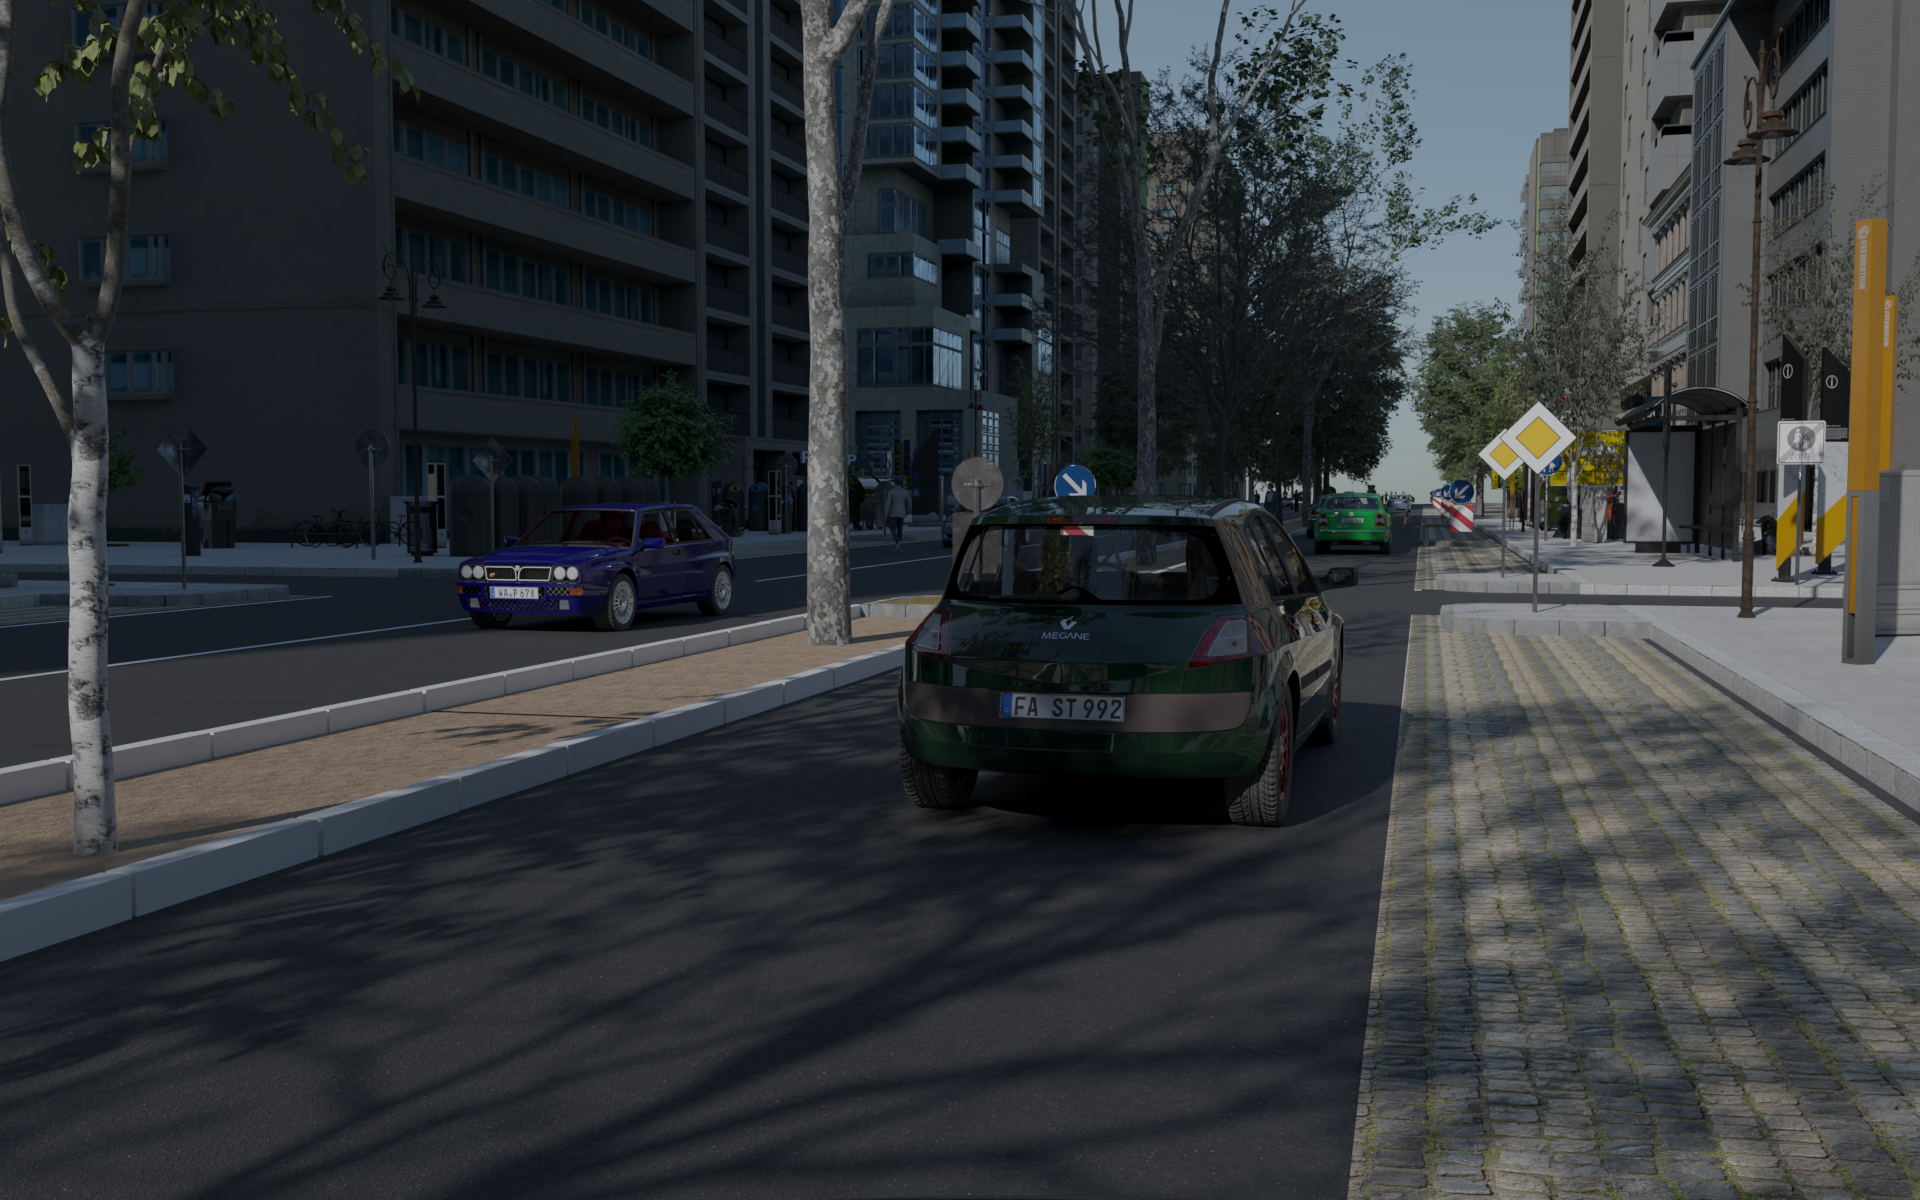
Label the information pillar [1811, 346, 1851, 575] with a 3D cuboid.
[{"bbox_3d":[13.888,-2.215,27.573,0.504,3.616,0.183,-1,4,-11],"label":"information pillar"}]

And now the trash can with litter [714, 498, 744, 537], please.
[{"bbox_3d":[-6.868,-2.467,51.724,0.624,1.170,1.055,1,4,14],"label":"trash can with litter"}]

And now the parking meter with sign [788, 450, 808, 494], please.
[{"bbox_3d":[-6.535,-4.468,69.316,0.543,3.016,1.738,-2,4,-32],"label":"parking meter with sign"}]

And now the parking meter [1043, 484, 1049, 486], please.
[{"bbox_3d":[4.887,-5.650,98.083,0.399,1.863,0.255,0,4,1],"label":"parking meter"}]

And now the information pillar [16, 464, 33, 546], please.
[{"bbox_3d":[-23.304,-2.365,43.164,0.304,2.012,0.304,-2,4,-31],"label":"information pillar"}]

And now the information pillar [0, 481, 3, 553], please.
[{"bbox_3d":[-20.975,-2.021,37.538,0.304,2.012,0.304,-3,5,-39],"label":"information pillar"}]

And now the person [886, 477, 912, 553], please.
[{"bbox_3d":[-1.497,-2.097,42.627,0.661,1.843,0.795,-1,4,-23],"label":"person"}]

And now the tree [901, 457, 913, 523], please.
[{"bbox_3d":[-1.769,-4.995,76.265,1.663,3.219,1.824,0,3,0],"label":"tree"}]

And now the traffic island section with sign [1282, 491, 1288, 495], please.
[{"bbox_3d":[38.987,-12.156,207.372,1.989,1.847,2.006,1,4,15],"label":"traffic island section with sign"}]

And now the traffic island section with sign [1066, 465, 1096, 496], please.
[{"bbox_3d":[1.978,-1.207,27.867,2.006,1.907,1.989,1,4,15],"label":"traffic island section with sign"}]

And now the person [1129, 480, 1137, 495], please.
[{"bbox_3d":[4.460,-2.108,43.314,0.624,1.780,0.694,-3,4,-38],"label":"person"}]

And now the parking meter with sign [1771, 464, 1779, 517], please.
[{"bbox_3d":[21.101,-2.924,44.061,0.543,3.016,1.738,0,4,7],"label":"parking meter with sign"}]

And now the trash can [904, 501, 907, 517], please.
[{"bbox_3d":[-3.211,-5.113,95.244,0.748,1.137,0.748,0,3,0],"label":"trash can"}]

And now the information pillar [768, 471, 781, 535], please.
[{"bbox_3d":[-5.836,-3.064,54.594,0.304,2.012,0.304,2,4,24],"label":"information pillar"}]

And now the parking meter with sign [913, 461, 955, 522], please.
[{"bbox_3d":[-1.059,-4.669,72.595,1.738,3.016,0.543,1,4,14],"label":"parking meter with sign"}]

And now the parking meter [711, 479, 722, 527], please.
[{"bbox_3d":[-9.614,-3.832,68.360,0.255,1.863,0.399,2,4,30],"label":"parking meter"}]

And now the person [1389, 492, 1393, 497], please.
[{"bbox_3d":[46.939,-10.941,188.321,0.436,1.711,0.756,0,4,7],"label":"person"}]

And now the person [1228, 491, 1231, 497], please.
[{"bbox_3d":[23.046,-8.512,148.476,0.445,1.727,0.742,0,4,-4],"label":"person"}]

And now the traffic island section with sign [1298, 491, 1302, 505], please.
[{"bbox_3d":[45.962,-13.748,233.413,1.989,1.847,2.006,1,4,15],"label":"traffic island section with sign"}]

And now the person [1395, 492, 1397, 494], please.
[{"bbox_3d":[55.614,-12.977,221.386,1.217,1.736,0.721,-3,5,-40],"label":"person"}]

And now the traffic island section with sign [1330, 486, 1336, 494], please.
[{"bbox_3d":[21.449,-5.646,100.448,2.006,1.907,1.989,1,4,15],"label":"traffic island section with sign"}]

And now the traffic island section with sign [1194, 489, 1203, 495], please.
[{"bbox_3d":[17.565,-7.276,127.585,1.989,1.847,2.006,1,4,15],"label":"traffic island section with sign"}]

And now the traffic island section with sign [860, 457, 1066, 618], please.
[{"bbox_3d":[0.048,-0.769,20.714,2.006,1.907,1.989,1,4,15],"label":"traffic island section with sign"}]

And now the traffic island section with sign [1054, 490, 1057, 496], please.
[{"bbox_3d":[4.562,-4.313,79.150,1.989,1.847,2.006,1,4,15],"label":"traffic island section with sign"}]

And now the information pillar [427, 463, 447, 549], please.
[{"bbox_3d":[-12.350,-2.226,40.892,0.304,2.012,0.304,2,4,32],"label":"information pillar"}]

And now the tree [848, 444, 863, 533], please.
[{"bbox_3d":[-3.977,-3.788,56.534,1.663,3.219,1.824,0,3,0],"label":"tree"}]

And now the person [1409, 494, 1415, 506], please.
[{"bbox_3d":[53.271,-11.784,204.355,0.799,1.438,0.628,1,4,15],"label":"person"}]

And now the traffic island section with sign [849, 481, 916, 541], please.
[{"bbox_3d":[-2.424,-2.721,53.113,1.989,1.847,2.006,1,4,15],"label":"traffic island section with sign"}]

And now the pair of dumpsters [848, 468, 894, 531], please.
[{"bbox_3d":[-3.481,-3.649,62.151,1.574,2.255,4.437,1,4,15],"label":"pair of dumpsters"}]

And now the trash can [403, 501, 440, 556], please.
[{"bbox_3d":[-11.146,-1.482,35.879,0.748,1.137,0.748,0,3,0],"label":"trash can"}]

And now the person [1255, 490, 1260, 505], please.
[{"bbox_3d":[19.112,-6.253,111.648,0.530,1.710,0.541,-2,4,-30],"label":"person"}]

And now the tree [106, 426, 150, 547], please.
[{"bbox_3d":[-20.982,-2.917,42.292,1.663,3.219,1.824,0,3,0],"label":"tree"}]

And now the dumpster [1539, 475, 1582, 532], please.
[{"bbox_3d":[20.659,-3.496,59.646,1.502,2.255,1.985,1,4,15],"label":"dumpster"}]

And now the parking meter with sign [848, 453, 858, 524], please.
[{"bbox_3d":[-4.609,-4.813,74.951,0.543,3.016,1.738,0,4,2],"label":"parking meter with sign"}]

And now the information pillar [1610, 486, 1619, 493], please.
[{"bbox_3d":[31.658,-4.854,83.849,0.304,2.012,0.304,-1,4,-13],"label":"information pillar"}]

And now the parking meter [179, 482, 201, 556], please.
[{"bbox_3d":[-15.926,-1.677,35.832,0.372,1.533,0.369,0,3,0],"label":"parking meter"}]

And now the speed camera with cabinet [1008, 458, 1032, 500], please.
[{"bbox_3d":[3.541,-6.250,96.527,0.660,3.252,2.038,3,5,42],"label":"speed camera with cabinet"}]

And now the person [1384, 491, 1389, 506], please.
[{"bbox_3d":[51.296,-12.211,208.674,0.721,1.766,1.217,-3,5,-40],"label":"person"}]

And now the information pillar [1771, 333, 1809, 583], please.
[{"bbox_3d":[12.037,-2.062,25.064,0.183,3.616,0.504,-1,4,-12],"label":"information pillar"}]

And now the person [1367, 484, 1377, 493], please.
[{"bbox_3d":[16.991,-3.859,71.565,0.573,1.828,0.580,-2,4,-32],"label":"person"}]

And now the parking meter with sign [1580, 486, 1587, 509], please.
[{"bbox_3d":[28.081,-5.029,78.483,1.738,3.016,0.543,-2,4,-26],"label":"parking meter with sign"}]

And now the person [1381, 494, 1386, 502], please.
[{"bbox_3d":[48.679,-11.486,199.554,1.065,1.426,0.557,1,4,15],"label":"person"}]

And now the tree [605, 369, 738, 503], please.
[{"bbox_3d":[-7.572,-3.749,45.016,4.285,4.588,4.351,0,3,0],"label":"tree"}]

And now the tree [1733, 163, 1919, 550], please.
[{"bbox_3d":[19.863,-5.448,39.439,4.360,8.622,3.978,0,3,0],"label":"tree"}]

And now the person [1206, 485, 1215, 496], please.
[{"bbox_3d":[9.735,-3.609,67.906,0.834,1.777,0.661,-2,4,-31],"label":"person"}]

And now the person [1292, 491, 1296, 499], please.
[{"bbox_3d":[41.131,-12.482,212.577,1.348,1.824,0.705,3,4,37],"label":"person"}]

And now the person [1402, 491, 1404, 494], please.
[{"bbox_3d":[65.127,-15.033,254.305,1.348,1.823,0.705,-1,4,-16],"label":"person"}]

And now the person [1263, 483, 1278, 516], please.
[{"bbox_3d":[11.017,-3.224,61.239,0.654,1.822,0.581,-3,5,-41],"label":"person"}]

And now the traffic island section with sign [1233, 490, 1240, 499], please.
[{"bbox_3d":[24.555,-8.872,153.681,1.989,1.847,2.006,1,4,15],"label":"traffic island section with sign"}]

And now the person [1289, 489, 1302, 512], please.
[{"bbox_3d":[26.839,-7.922,138.168,1.348,1.807,0.705,-2,4,-34],"label":"person"}]

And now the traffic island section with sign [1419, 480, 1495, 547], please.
[{"bbox_3d":[13.744,-2.402,47.897,1.989,1.847,2.006,1,4,15],"label":"traffic island section with sign"}]
